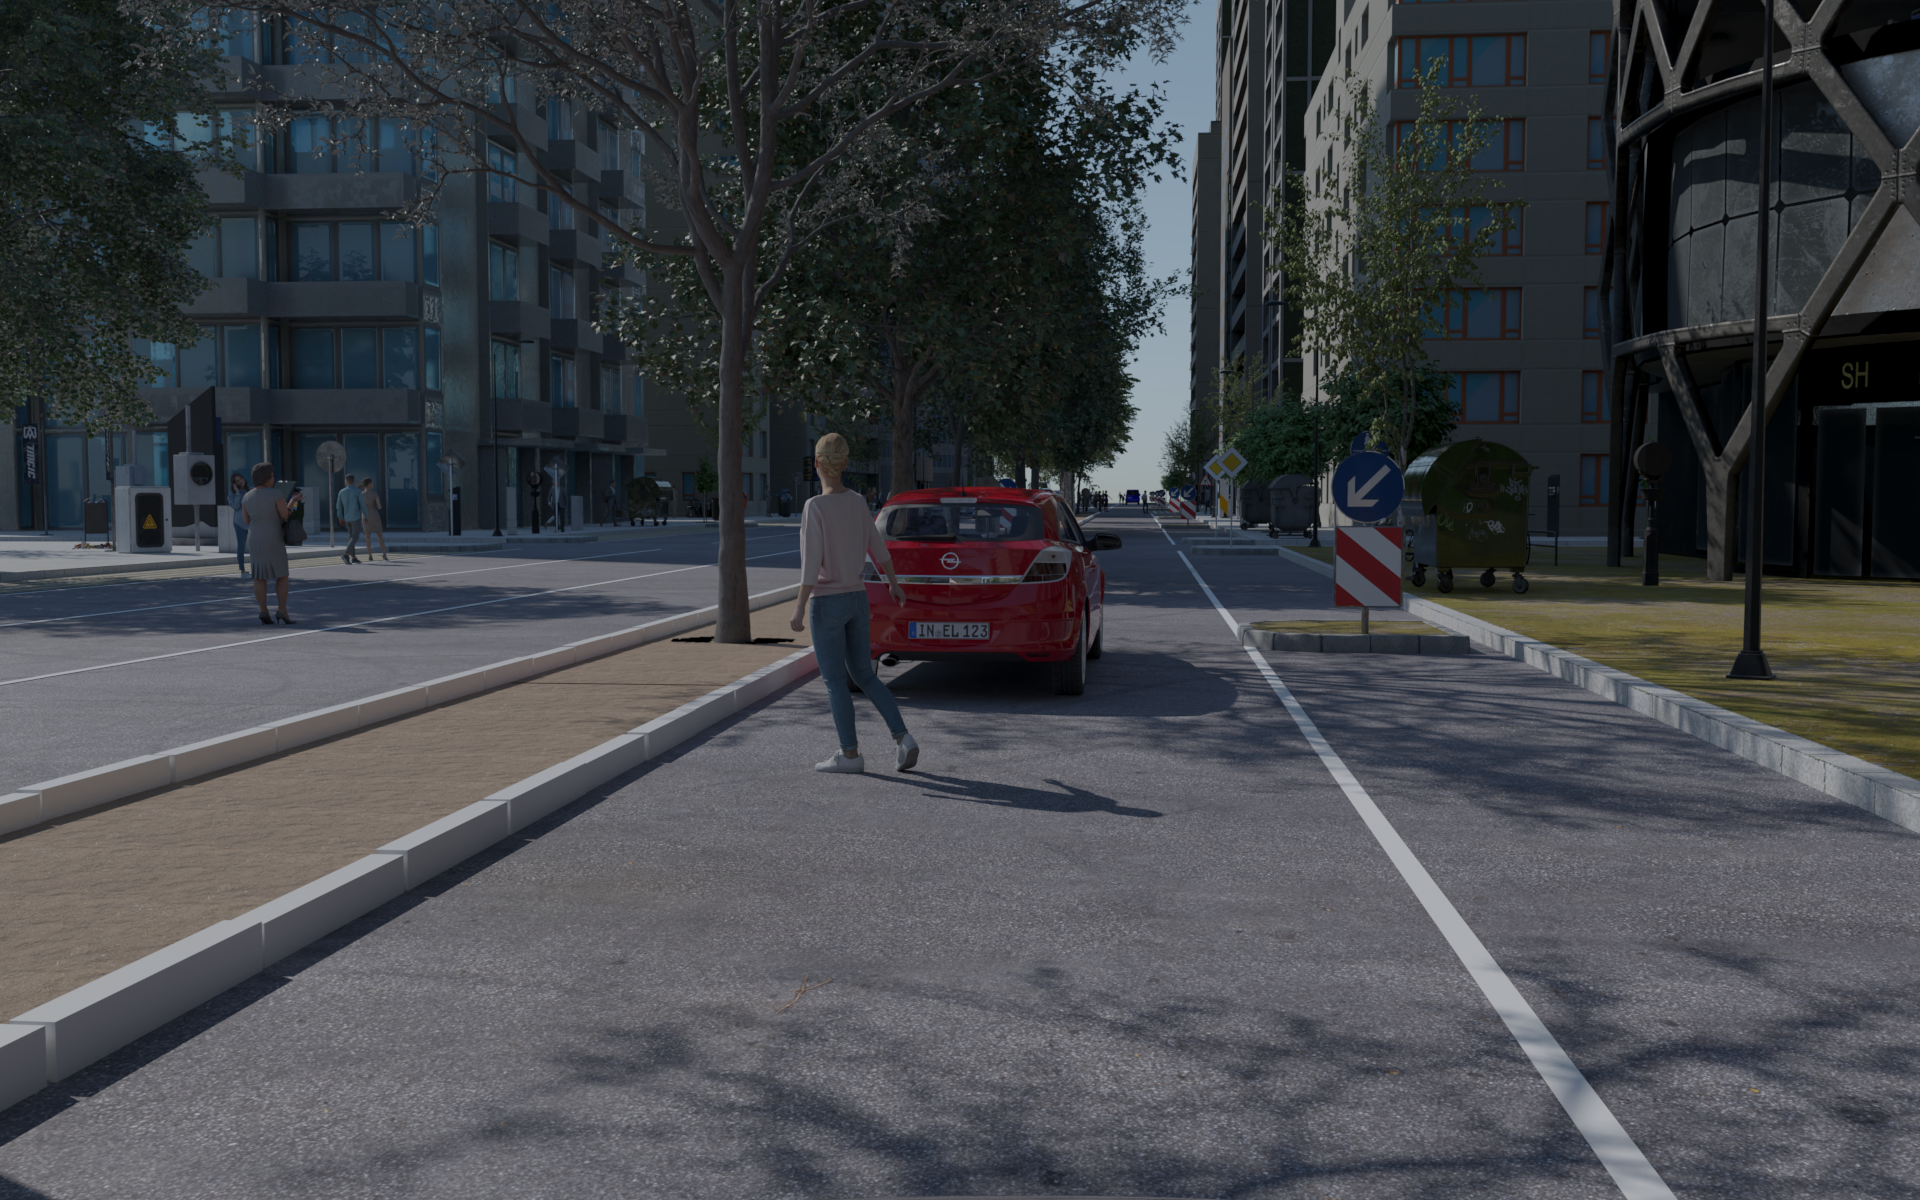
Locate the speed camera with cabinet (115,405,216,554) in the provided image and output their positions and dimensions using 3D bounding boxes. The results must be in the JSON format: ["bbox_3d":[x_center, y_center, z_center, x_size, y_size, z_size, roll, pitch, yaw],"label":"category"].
[{"bbox_3d":[-17.440,-2.672,38.026,0.660,3.252,2.038,2,4,34],"label":"speed camera with cabinet"}]

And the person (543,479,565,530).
[{"bbox_3d":[-14.320,-3.374,61.092,0.818,1.842,0.514,-1,4,-21],"label":"person"}]

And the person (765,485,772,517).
[{"bbox_3d":[-10.519,-5.465,95.664,0.573,1.790,0.520,-2,4,-30],"label":"person"}]

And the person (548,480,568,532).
[{"bbox_3d":[-13.382,-3.134,57.681,0.661,1.777,0.834,-1,4,-18],"label":"person"}]

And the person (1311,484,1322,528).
[{"bbox_3d":[13.560,-3.675,66.305,0.590,1.801,0.661,0,4,4],"label":"person"}]

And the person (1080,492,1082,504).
[{"bbox_3d":[16.346,-13.877,236.328,0.756,1.711,0.436,3,4,36],"label":"person"}]

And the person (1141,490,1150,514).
[{"bbox_3d":[13.495,-7.128,125.978,0.436,1.711,0.756,-1,4,-19],"label":"person"}]

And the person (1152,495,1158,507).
[{"bbox_3d":[20.591,-10.532,181.384,1.217,1.739,0.721,1,4,13],"label":"person"}]

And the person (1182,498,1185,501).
[{"bbox_3d":[34.536,-15.967,267.779,1.217,1.739,0.721,0,4,-5],"label":"person"}]

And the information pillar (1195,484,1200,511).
[{"bbox_3d":[17.115,-7.362,124.867,0.304,2.012,0.304,2,4,30],"label":"information pillar"}]

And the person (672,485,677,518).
[{"bbox_3d":[-15.152,-5.216,91.657,0.374,1.781,0.599,1,4,9],"label":"person"}]

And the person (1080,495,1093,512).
[{"bbox_3d":[9.233,-7.268,128.042,1.217,1.735,0.721,0,4,2],"label":"person"}]

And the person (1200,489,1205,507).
[{"bbox_3d":[23.846,-10.034,170.544,0.683,1.767,0.568,-2,4,-32],"label":"person"}]

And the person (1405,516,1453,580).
[{"bbox_3d":[7.002,-1.206,25.667,0.656,1.842,0.836,-2,4,-33],"label":"person"}]

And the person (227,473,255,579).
[{"bbox_3d":[-12.103,-1.262,29.391,0.793,1.790,0.793,1,4,9],"label":"person"}]

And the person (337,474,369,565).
[{"bbox_3d":[-12.511,-1.659,35.480,0.638,1.841,0.748,1,4,23],"label":"person"}]

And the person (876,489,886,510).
[{"bbox_3d":[-5.360,-6.590,116.637,0.661,1.777,0.834,2,4,25],"label":"person"}]

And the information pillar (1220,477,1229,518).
[{"bbox_3d":[14.085,-6.172,92.270,0.504,3.616,0.183,3,4,38],"label":"information pillar"}]

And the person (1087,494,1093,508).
[{"bbox_3d":[9.580,-7.200,129.459,0.697,1.427,0.421,0,4,2],"label":"person"}]

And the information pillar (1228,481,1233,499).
[{"bbox_3d":[15.566,-5.831,99.823,0.304,2.012,0.304,0,4,0],"label":"information pillar"}]

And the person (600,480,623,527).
[{"bbox_3d":[-13.702,-3.789,67.957,0.822,1.834,0.622,1,4,9],"label":"person"}]

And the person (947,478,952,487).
[{"bbox_3d":[-0.121,-1.983,41.120,0.583,1.804,0.606,-1,4,-20],"label":"person"}]

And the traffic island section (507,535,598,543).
[{"bbox_3d":[-12.112,-1.813,51.923,2.009,0.180,2.903,0,4,6],"label":"traffic island section"}]

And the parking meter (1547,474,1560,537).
[{"bbox_3d":[17.616,-2.795,51.416,0.255,1.863,0.399,3,4,37],"label":"parking meter"}]

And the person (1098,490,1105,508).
[{"bbox_3d":[15.078,-10.654,182.679,0.705,1.826,1.348,-3,5,-40],"label":"person"}]

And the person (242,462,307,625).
[{"bbox_3d":[-7.499,-0.625,19.081,0.716,1.782,0.532,1,4,10],"label":"person"}]

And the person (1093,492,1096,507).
[{"bbox_3d":[14.637,-11.042,189.839,0.742,1.727,0.445,0,4,6],"label":"person"}]

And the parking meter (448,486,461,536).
[{"bbox_3d":[-15.585,-2.752,53.407,0.372,1.533,0.369,0,3,0],"label":"parking meter"}]

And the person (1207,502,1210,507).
[{"bbox_3d":[24.217,-9.881,168.328,0.721,1.736,1.217,3,5,40],"label":"person"}]

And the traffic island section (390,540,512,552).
[{"bbox_3d":[-12.925,-1.327,43.979,2.009,0.180,2.903,0,4,6],"label":"traffic island section"}]

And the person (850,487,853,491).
[{"bbox_3d":[-7.557,-6.839,118.132,0.573,1.790,0.520,-1,4,-11],"label":"person"}]

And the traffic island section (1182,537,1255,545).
[{"bbox_3d":[7.427,-1.691,49.927,2.009,0.180,2.903,0,4,6],"label":"traffic island section"}]

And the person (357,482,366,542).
[{"bbox_3d":[-17.218,-2.498,49.703,0.624,1.780,0.694,0,4,5],"label":"person"}]

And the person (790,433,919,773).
[{"bbox_3d":[-0.471,0.016,8.905,0.598,1.740,0.731,2,4,25],"label":"person"}]

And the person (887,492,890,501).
[{"bbox_3d":[-2.991,-4.229,77.739,0.391,1.810,0.635,1,4,22],"label":"person"}]

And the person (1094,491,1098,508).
[{"bbox_3d":[14.011,-10.232,176.324,0.750,1.759,0.617,3,5,44],"label":"person"}]

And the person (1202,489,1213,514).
[{"bbox_3d":[16.344,-6.602,113.831,0.795,1.843,0.661,0,4,-1],"label":"person"}]

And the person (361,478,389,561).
[{"bbox_3d":[-12.568,-1.726,37.060,0.599,1.781,0.374,0,4,-5],"label":"person"}]

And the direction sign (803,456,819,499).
[{"bbox_3d":[-9.163,-6.982,106.156,0.876,3.537,0.379,-1,4,-14],"label":"direction sign"}]

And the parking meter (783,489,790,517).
[{"bbox_3d":[-9.547,-5.299,95.042,0.372,1.533,0.369,0,3,0],"label":"parking meter"}]

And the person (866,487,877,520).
[{"bbox_3d":[-4.935,-5.426,97.195,0.580,1.828,0.573,-1,4,-18],"label":"person"}]

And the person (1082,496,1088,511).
[{"bbox_3d":[10.632,-8.512,148.200,0.750,1.759,0.617,2,4,28],"label":"person"}]

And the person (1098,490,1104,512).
[{"bbox_3d":[11.259,-7.860,137.815,0.445,1.727,0.742,-3,5,-40],"label":"person"}]

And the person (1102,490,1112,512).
[{"bbox_3d":[11.937,-8.043,140.686,0.721,1.739,1.217,-3,4,-37],"label":"person"}]

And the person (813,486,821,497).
[{"bbox_3d":[-9.528,-6.723,115.929,0.822,1.834,0.622,3,5,41],"label":"person"}]

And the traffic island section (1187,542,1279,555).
[{"bbox_3d":[6.614,-1.205,41.983,2.009,0.180,2.903,0,4,6],"label":"traffic island section"}]
